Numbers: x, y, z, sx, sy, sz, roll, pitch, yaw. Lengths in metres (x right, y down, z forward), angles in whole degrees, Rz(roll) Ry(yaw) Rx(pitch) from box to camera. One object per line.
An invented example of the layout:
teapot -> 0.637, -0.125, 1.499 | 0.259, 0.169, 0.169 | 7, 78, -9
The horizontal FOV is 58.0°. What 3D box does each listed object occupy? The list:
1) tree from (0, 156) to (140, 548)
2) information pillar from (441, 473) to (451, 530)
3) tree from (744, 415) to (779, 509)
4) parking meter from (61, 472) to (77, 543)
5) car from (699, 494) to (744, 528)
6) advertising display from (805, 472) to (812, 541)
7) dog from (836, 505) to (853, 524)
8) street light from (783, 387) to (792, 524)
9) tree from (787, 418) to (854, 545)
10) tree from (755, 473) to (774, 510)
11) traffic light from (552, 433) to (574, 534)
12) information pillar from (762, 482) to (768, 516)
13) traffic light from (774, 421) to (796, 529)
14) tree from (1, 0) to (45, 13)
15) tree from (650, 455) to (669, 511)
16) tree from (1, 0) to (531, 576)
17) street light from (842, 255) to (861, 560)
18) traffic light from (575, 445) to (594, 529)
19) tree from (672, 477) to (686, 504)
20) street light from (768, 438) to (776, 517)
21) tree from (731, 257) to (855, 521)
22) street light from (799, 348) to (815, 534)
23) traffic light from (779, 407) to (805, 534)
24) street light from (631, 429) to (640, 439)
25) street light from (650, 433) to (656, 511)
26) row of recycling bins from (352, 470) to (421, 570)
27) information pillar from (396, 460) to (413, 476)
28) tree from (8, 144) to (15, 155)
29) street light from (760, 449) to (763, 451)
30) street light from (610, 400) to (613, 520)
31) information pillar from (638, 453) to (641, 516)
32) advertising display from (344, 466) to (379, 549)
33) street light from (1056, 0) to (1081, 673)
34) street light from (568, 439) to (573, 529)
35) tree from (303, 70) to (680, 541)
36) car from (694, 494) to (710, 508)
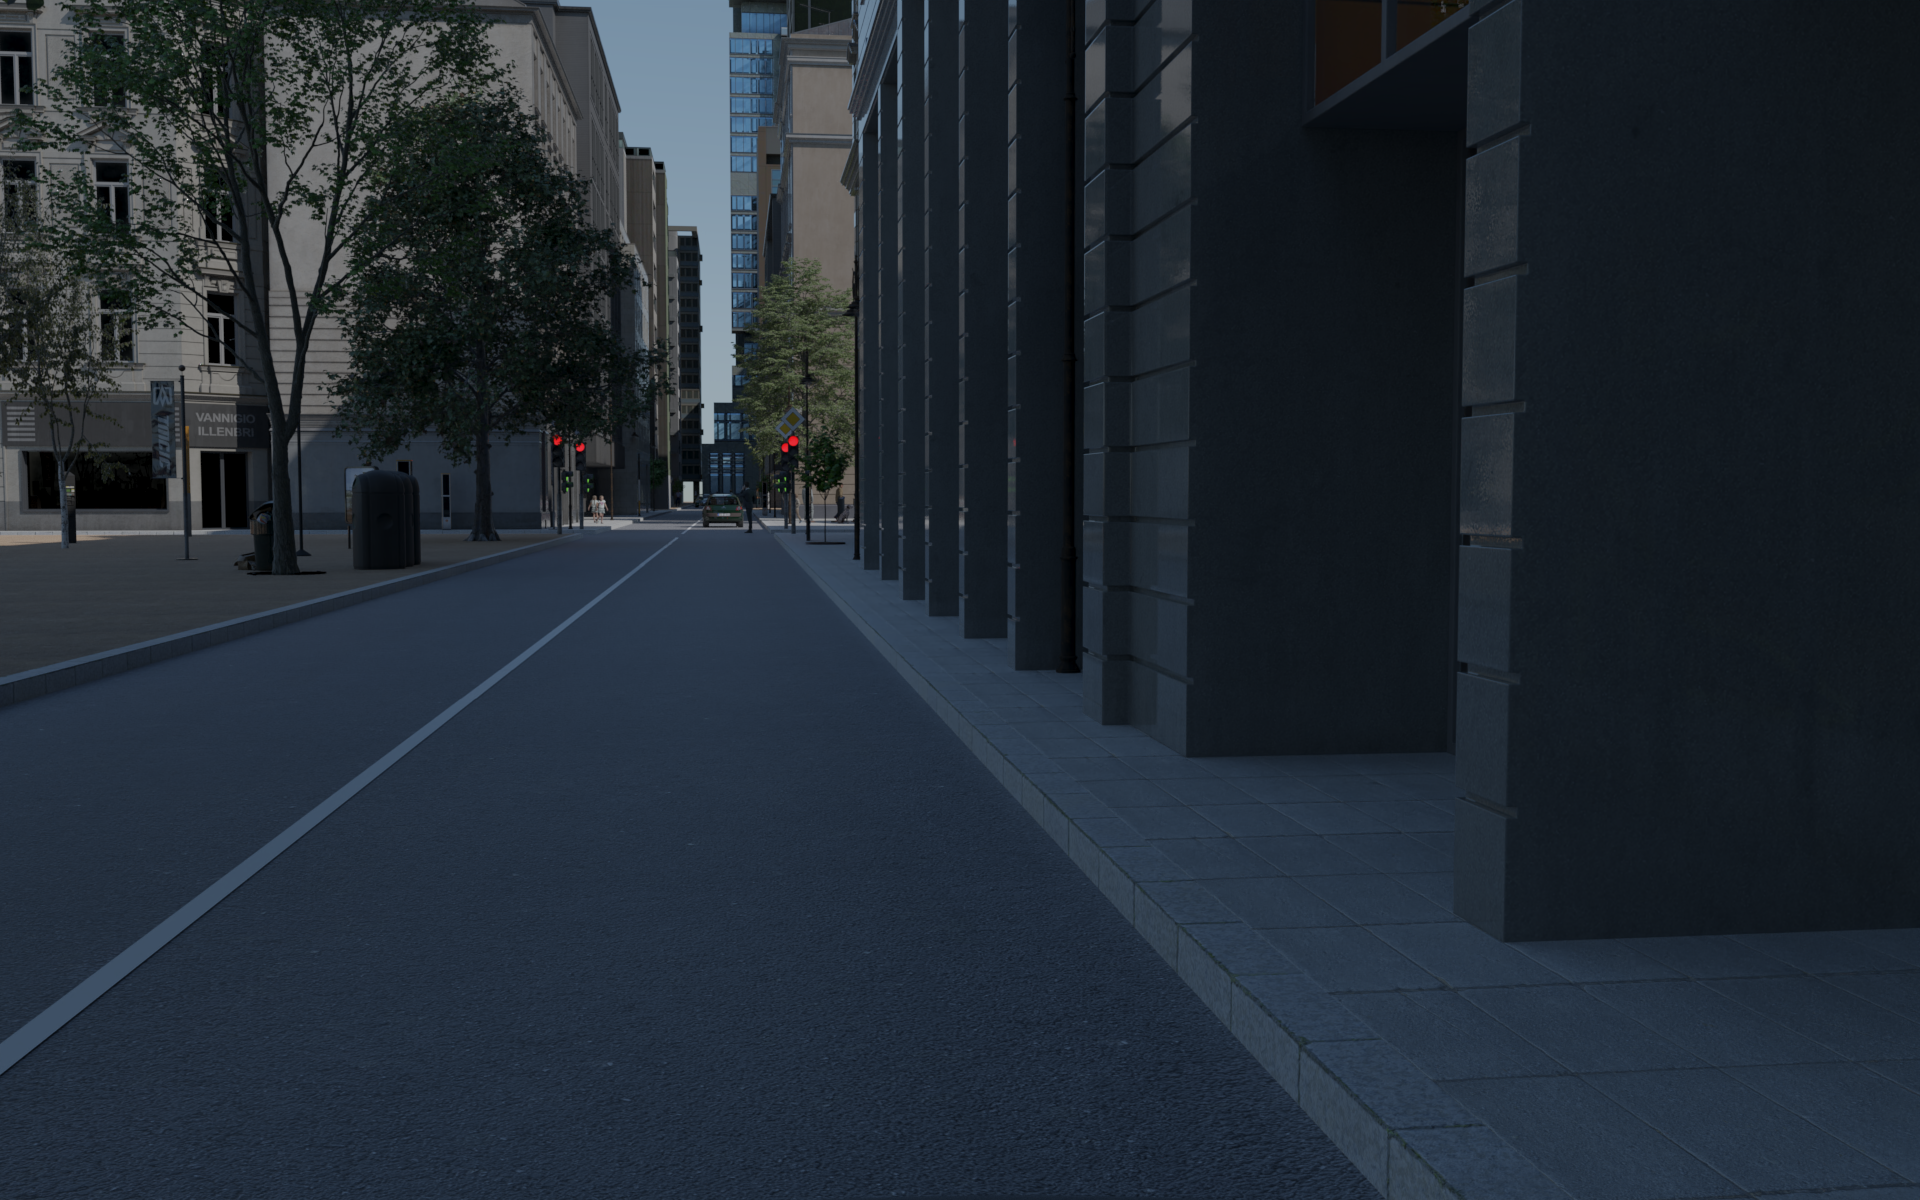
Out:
tree -> -21.085, -5.508, 40.414 | 4.360, 8.622, 3.978 | 0, 3, 0
information pillar -> -18.291, -3.495, 61.636 | 0.304, 2.012, 0.304 | -1, 4, -21
tree -> -16.426, -12.103, 148.238 | 4.737, 8.622, 4.395 | 0, 3, 0
parking meter -> -23.207, -2.407, 45.074 | 0.399, 1.863, 0.255 | 3, 5, 44
car -> -10.349, -4.019, 75.494 | 2.009, 1.686, 4.222 | -1, 4, -9
advertising display -> -4.172, -2.596, 47.664 | 0.123, 1.923, 0.974 | 0, 4, -2
dog -> -5.096, -3.718, 75.163 | 0.800, 0.831, 0.513 | 3, 5, 42
street light -> -7.243, -6.162, 73.530 | 0.468, 5.910, 1.993 | 0, 4, -7
tree -> -3.581, -3.033, 44.189 | 1.663, 3.219, 1.824 | 0, 3, 0
tree -> -15.954, -9.058, 142.693 | 1.663, 3.219, 1.824 | 0, 3, 0
traffic light -> -12.695, -4.035, 54.894 | 0.839, 4.253, 0.868 | 0, 4, -7
information pillar -> -11.630, -6.039, 103.230 | 0.304, 2.012, 0.304 | 0, 4, -4
traffic light -> -6.431, -4.578, 63.777 | 0.839, 4.253, 0.868 | 0, 4, -7
tree -> -6.682, -6.015, 4.996 | 9.857, 13.997, 8.962 | 0, 3, 0
tree -> -24.116, -9.178, 133.773 | 4.285, 4.588, 4.351 | 0, 3, 0
tree -> -10.735, -6.216, 27.387 | 9.928, 11.665, 9.643 | 0, 3, 0
street light -> -2.010, -3.722, 33.639 | 0.468, 5.910, 1.993 | 0, 4, -7
traffic light -> -13.728, -4.519, 62.812 | 0.839, 4.253, 0.868 | 0, 4, -7
tree -> -31.820, -12.251, 194.902 | 1.663, 3.219, 1.824 | 0, 3, 0
street light -> -10.156, -7.467, 94.865 | 0.468, 5.910, 1.993 | 0, 4, -7
tree -> -7.731, -10.130, 83.756 | 7.486, 12.596, 7.792 | 0, 3, 0
street light -> -4.852, -5.029, 55.017 | 0.468, 5.910, 1.993 | 0, 4, -7
traffic light -> -5.397, -4.094, 55.859 | 0.839, 4.253, 0.868 | 0, 4, -7
street light -> -19.867, -8.152, 106.068 | 0.468, 5.910, 1.993 | 0, 4, -7
street light -> -22.594, -9.475, 127.696 | 0.468, 5.910, 1.993 | 0, 4, -7
row of recycling bins -> -10.210, -1.460, 30.987 | 1.069, 1.692, 3.534 | -1, 4, -13
information pillar -> -11.928, -2.002, 37.233 | 0.304, 2.012, 0.304 | -1, 4, -11
tree -> -20.350, -5.222, 35.750 | 4.360, 8.622, 3.978 | 0, 3, 0
street light -> -15.670, -10.105, 138.003 | 0.468, 5.910, 1.993 | 0, 4, -7
street light -> -16.997, -6.826, 84.399 | 0.468, 5.910, 1.993 | 0, 4, -7
information pillar -> -18.532, -6.648, 100.044 | 0.183, 3.616, 0.504 | -1, 4, -11
advertising display -> -13.912, -2.147, 40.315 | 0.974, 1.923, 0.123 | 2, 4, 25
street light -> 0.779, -2.416, 12.288 | 0.468, 5.910, 1.993 | 0, 4, -7
street light -> -14.210, -5.519, 63.019 | 0.468, 5.910, 1.993 | 0, 4, -7
tree -> -13.001, -7.961, 47.164 | 9.611, 12.733, 9.660 | 0, 3, 0
car -> -26.991, -10.465, 182.896 | 2.131, 1.459, 4.920 | 0, 4, -6
